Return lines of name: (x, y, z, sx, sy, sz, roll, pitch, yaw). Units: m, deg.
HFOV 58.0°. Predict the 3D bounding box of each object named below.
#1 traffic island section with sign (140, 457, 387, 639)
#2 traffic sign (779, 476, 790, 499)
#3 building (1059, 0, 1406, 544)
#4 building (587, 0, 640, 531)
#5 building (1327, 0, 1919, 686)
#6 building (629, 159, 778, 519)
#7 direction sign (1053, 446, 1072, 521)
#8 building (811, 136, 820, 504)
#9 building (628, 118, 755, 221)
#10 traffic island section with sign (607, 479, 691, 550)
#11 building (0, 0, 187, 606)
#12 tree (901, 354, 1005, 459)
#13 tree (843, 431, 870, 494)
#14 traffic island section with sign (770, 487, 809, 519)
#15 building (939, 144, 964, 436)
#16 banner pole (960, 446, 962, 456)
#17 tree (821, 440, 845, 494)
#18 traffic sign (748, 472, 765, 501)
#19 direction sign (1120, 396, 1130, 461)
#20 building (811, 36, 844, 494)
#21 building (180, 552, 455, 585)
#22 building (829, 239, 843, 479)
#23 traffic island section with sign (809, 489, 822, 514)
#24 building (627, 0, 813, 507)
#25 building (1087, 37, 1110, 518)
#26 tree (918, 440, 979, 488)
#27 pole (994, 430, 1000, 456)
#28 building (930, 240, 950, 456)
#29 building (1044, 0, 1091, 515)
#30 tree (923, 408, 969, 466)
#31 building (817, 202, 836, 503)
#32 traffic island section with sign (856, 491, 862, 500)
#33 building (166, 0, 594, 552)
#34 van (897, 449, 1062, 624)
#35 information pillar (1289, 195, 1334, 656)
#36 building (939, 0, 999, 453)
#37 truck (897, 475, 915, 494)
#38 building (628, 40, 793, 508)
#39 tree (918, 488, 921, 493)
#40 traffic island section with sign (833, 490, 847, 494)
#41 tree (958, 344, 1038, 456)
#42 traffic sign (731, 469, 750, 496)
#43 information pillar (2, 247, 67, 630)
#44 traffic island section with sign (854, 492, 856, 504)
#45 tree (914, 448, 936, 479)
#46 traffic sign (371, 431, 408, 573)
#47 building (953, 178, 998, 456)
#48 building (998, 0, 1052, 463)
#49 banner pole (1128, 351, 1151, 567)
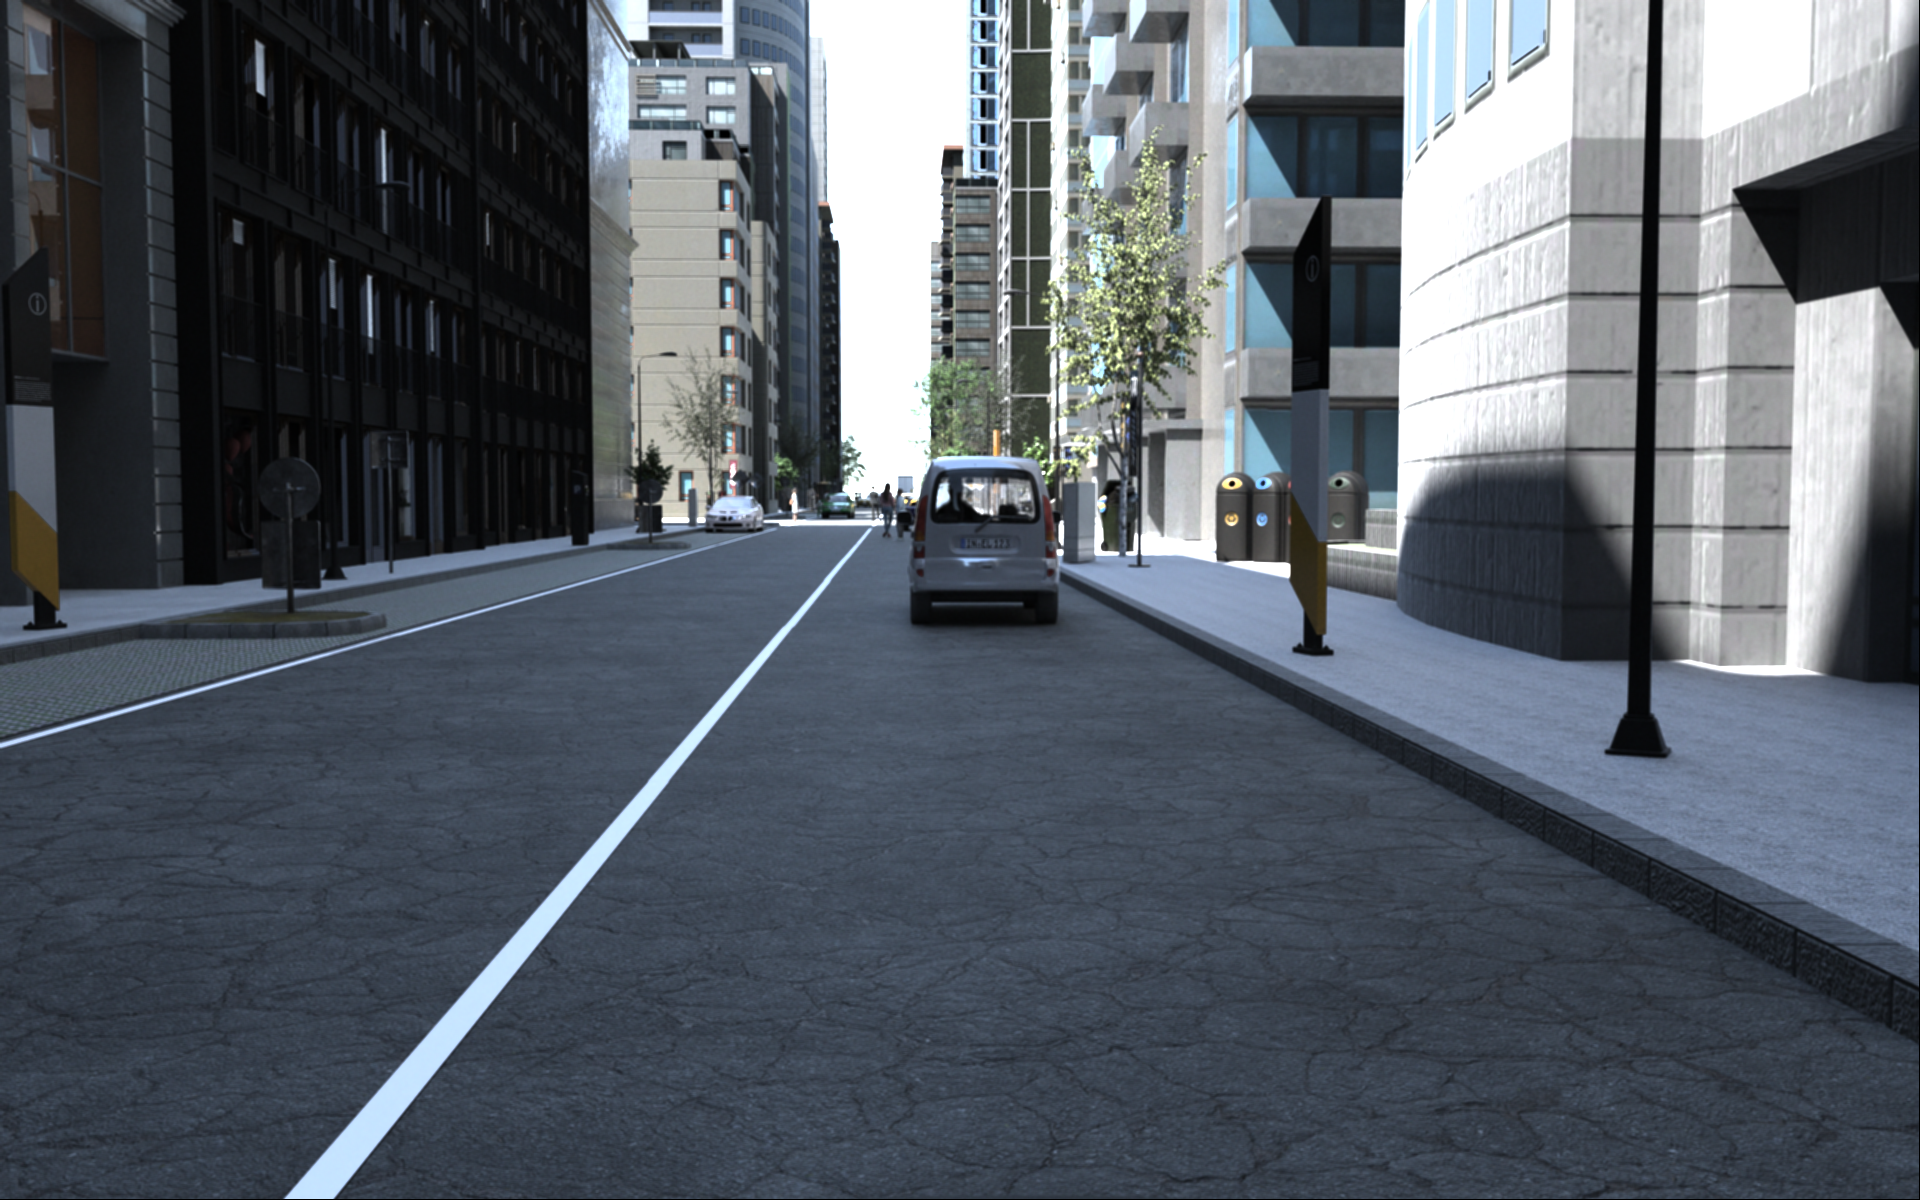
traffic island section with sign: (-7.103, -0.571, 17.962, 1.989, 1.847, 2.006, 0, 4, -2)
traffic sign: (-12.408, -7.494, 122.632, 0.768, 2.556, 0.104, 0, 4, 6)
building: (15.724, -26.543, 53.590, 23.786, 49.044, 30.456, 0, 4, -2)
building: (-24.858, -16.193, 62.013, 25.104, 27.353, 12.463, 0, 4, -2)
building: (15.031, -28.862, 13.886, 21.231, 58.520, 28.212, 0, 4, -2)
building: (-25.853, -15.832, 103.893, 27.650, 21.520, 28.899, 0, 4, -2)
direction sign: (4.838, -5.489, 81.737, 0.876, 3.537, 0.379, 0, 4, 0)
building: (-24.837, -34.619, 216.139, 14.600, 45.320, 14.200, 0, 4, -2)
building: (-23.742, -22.343, 137.011, 14.160, 30.474, 14.107, 0, 4, -2)
traffic island section with sign: (-8.061, -2.230, 45.096, 1.989, 1.847, 2.006, 0, 4, -2)
building: (-15.709, -14.123, 8.412, 11.434, 29.767, 29.804, 0, 4, -2)
tree: (-0.652, -12.317, 127.138, 9.928, 11.665, 9.643, 0, 3, 0)
tree: (-20.142, -24.102, 312.196, 7.486, 12.596, 7.792, 0, 3, 0)
traffic island section with sign: (-9.973, -5.614, 100.412, 1.989, 1.847, 2.006, 0, 4, -2)
building: (8.554, -34.216, 214.051, 22.147, 44.769, 28.867, 0, 4, -2)
banner pole: (0.039, -6.126, 90.174, 0.401, 3.779, 0.863, 0, 4, -4)
tree: (-17.199, -17.003, 228.357, 4.737, 8.622, 4.395, 0, 3, 0)
traffic sign: (-9.163, -4.552, 78.068, 0.795, 2.450, 0.064, 0, 4, -2)
direction sign: (3.853, -2.959, 40.381, 0.379, 3.537, 0.876, -1, 4, -8)
building: (-29.118, -51.239, 276.001, 20.563, 71.187, 20.611, 0, 4, -2)
building: (-16.883, -12.335, 31.356, 12.332, 23.373, 15.834, 0, 4, -2)
building: (-27.152, -39.397, 294.242, 14.600, 45.320, 14.200, 0, 4, -2)
traffic island section with sign: (-10.916, -7.276, 127.583, 1.989, 1.847, 2.006, 0, 4, -2)
building: (-26.596, -39.009, 179.794, 21.231, 58.520, 28.212, 0, 4, -2)
building: (14.137, -26.656, 85.935, 14.200, 45.320, 14.600, 0, 4, -2)
tree: (0.068, -7.389, 104.523, 4.285, 4.588, 4.351, 0, 3, 0)
pole: (1.180, -3.761, 55.341, 0.158, 3.312, 0.155, 0, 3, 0)
building: (2.102, -36.488, 280.170, 14.154, 41.232, 14.086, 0, 4, -2)
building: (18.526, -25.529, 109.278, 32.217, 40.220, 23.993, 0, 4, -2)
tree: (-1.088, -11.816, 143.557, 4.737, 8.622, 4.395, 0, 3, 0)
building: (-29.416, -36.516, 251.663, 22.147, 44.769, 28.867, 0, 4, -2)
traffic island section with sign: (-16.468, -17.060, 287.565, 1.989, 1.847, 2.006, 0, 4, -2)
building: (-17.802, -13.332, 47.656, 12.332, 23.373, 15.834, 0, 4, -2)
van: (0.242, -0.827, 20.535, 2.013, 2.044, 4.112, 0, 4, -1)
information pillar: (2.811, -1.378, 13.884, 0.183, 3.616, 0.504, -1, 4, -17)
building: (9.247, -53.177, 182.110, 22.319, 86.520, 31.000, 0, 4, -2)
truck: (-8.188, -16.678, 261.596, 2.839, 4.237, 11.283, 0, 4, -1)
building: (-22.945, -29.097, 159.326, 14.154, 41.232, 14.086, 0, 4, -2)
tree: (-6.144, -17.808, 285.760, 1.663, 3.219, 1.824, 0, 3, 0)
traffic island section with sign: (-12.641, -10.330, 177.522, 1.989, 1.847, 2.006, 0, 4, -2)
tree: (1.701, -8.273, 85.628, 4.360, 8.622, 3.978, 0, 3, 0)
traffic sign: (-8.886, -4.064, 70.088, 0.795, 2.450, 0.064, 0, 4, -2)
information pillar: (-8.731, -1.525, 16.296, 0.183, 3.616, 0.504, 1, 4, 17)
traffic island section with sign: (-13.583, -11.994, 204.731, 1.989, 1.847, 2.006, 0, 4, -2)
tree: (-4.328, -17.710, 239.921, 4.360, 8.622, 3.978, 0, 3, 0)
traffic sign: (-9.227, -1.585, 28.037, 0.606, 2.300, 0.079, 0, 4, 2)
building: (6.342, -23.819, 161.138, 14.160, 30.474, 14.107, 0, 4, -2)
building: (11.718, -43.014, 141.524, 20.563, 71.187, 20.611, 0, 4, -2)
banner pole: (3.125, -2.490, 30.731, 0.401, 3.779, 0.863, -1, 4, -11)
